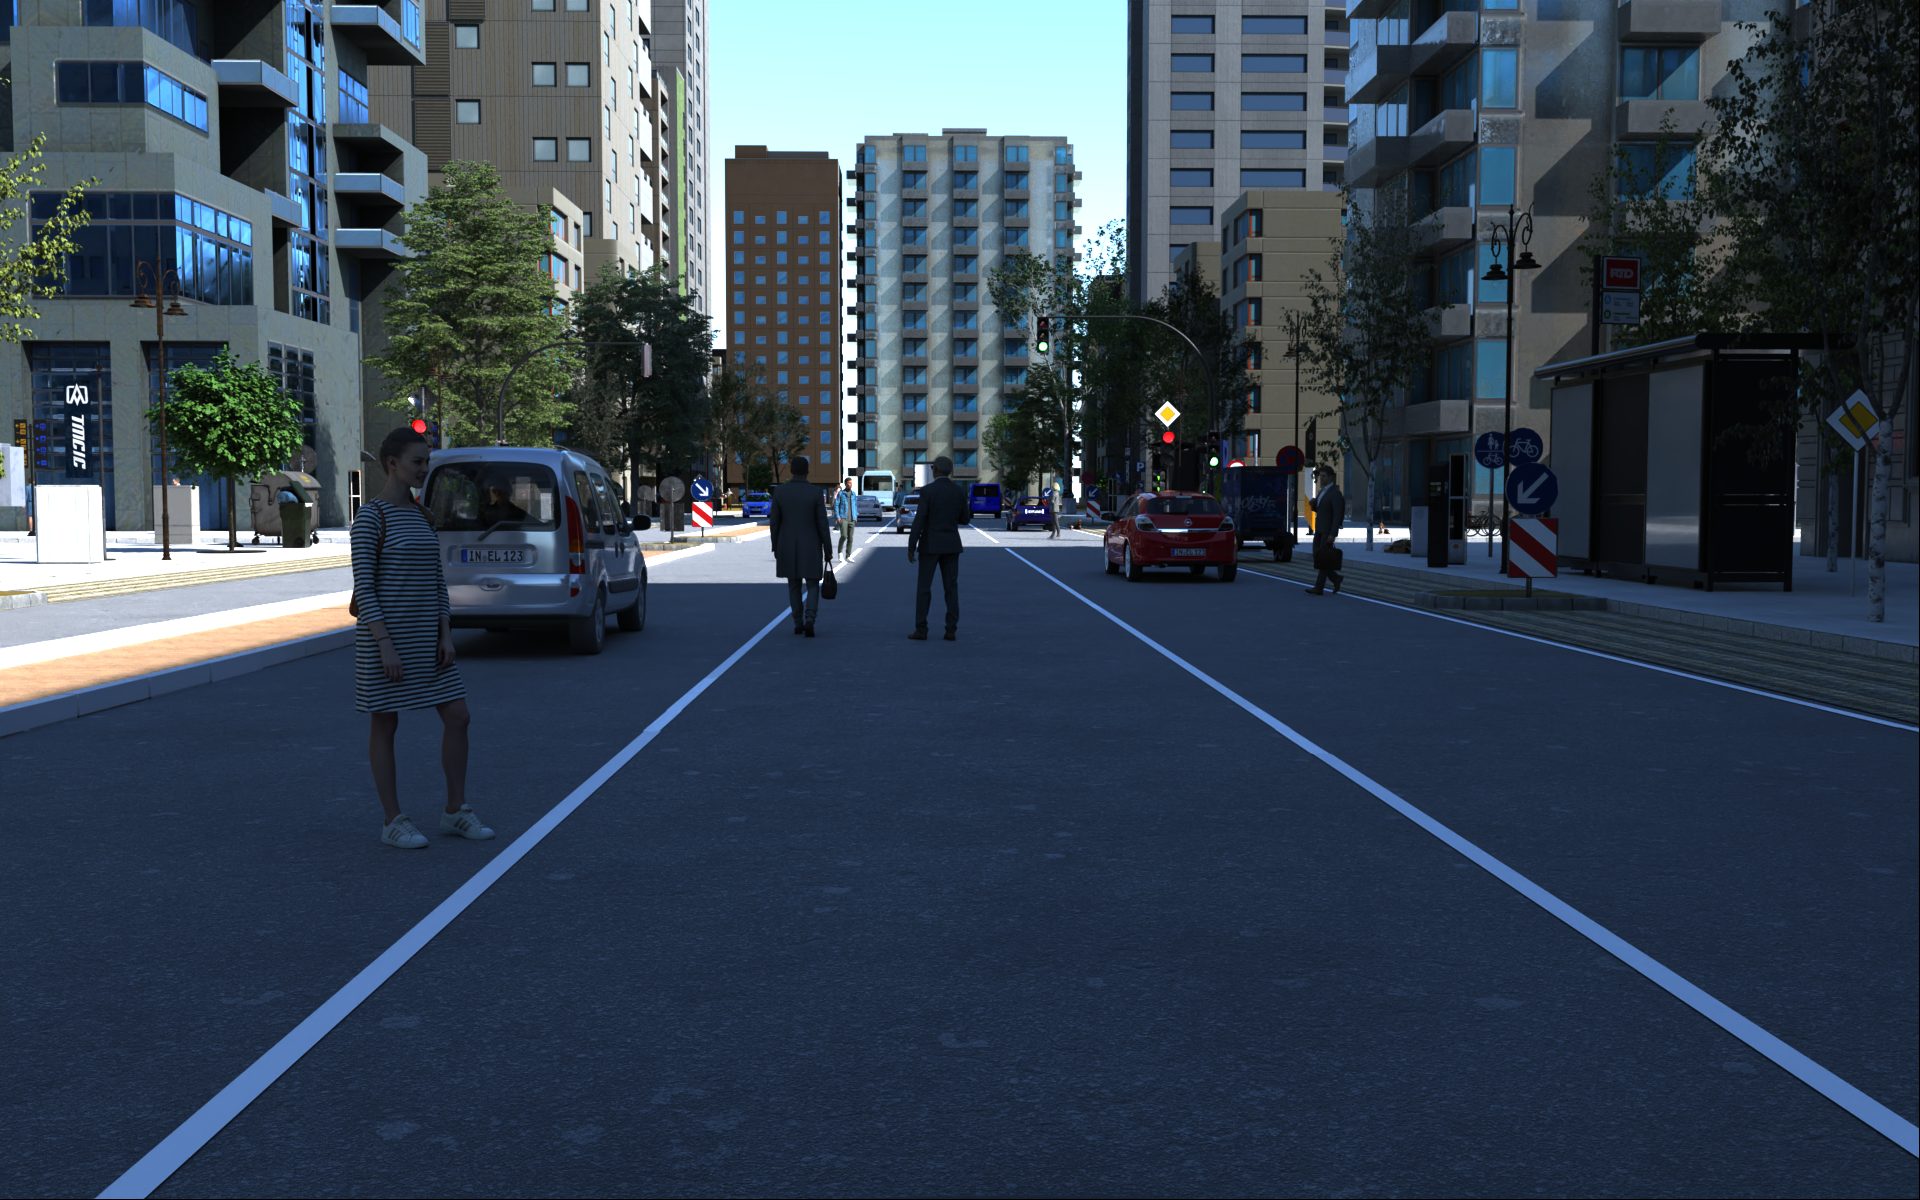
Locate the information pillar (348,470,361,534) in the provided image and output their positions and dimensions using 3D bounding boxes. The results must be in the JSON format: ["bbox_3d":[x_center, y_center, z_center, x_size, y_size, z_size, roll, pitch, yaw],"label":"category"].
[{"bbox_3d":[-18.784,-3.013,53.758,0.304,2.012,0.304,-2,4,-35],"label":"information pillar"}]

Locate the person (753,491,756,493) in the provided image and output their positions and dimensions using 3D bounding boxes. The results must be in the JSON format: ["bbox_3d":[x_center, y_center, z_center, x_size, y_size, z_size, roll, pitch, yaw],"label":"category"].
[{"bbox_3d":[-19.963,-9.966,169.008,0.705,1.821,1.348,0,4,6],"label":"person"}]

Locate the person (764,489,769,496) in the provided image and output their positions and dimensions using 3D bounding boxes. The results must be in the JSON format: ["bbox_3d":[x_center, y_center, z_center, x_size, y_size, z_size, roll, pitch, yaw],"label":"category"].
[{"bbox_3d":[-13.559,-6.880,121.235,0.529,1.795,0.600,1,4,17],"label":"person"}]

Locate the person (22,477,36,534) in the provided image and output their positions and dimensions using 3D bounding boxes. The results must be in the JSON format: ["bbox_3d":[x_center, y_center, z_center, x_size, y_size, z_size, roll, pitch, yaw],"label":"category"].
[{"bbox_3d":[-29.517,-3.001,55.126,0.581,1.822,0.654,-3,5,-41],"label":"person"}]

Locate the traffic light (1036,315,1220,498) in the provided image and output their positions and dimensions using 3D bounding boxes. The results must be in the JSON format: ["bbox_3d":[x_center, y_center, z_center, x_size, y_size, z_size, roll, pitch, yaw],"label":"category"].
[{"bbox_3d":[4.307,-4.247,44.111,4.771,5.953,1.251,0,4,-1],"label":"traffic light"}]

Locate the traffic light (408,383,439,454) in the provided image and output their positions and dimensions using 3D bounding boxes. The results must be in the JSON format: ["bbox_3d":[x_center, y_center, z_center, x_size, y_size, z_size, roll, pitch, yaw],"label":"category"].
[{"bbox_3d":[-13.559,-3.360,43.859,0.839,4.253,0.868,0,4,-1],"label":"traffic light"}]

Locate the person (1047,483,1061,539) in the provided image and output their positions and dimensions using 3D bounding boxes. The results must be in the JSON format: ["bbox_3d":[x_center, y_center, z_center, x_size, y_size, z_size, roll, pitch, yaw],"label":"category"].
[{"bbox_3d":[2.967,-2.856,55.380,0.526,1.800,0.537,1,4,22],"label":"person"}]

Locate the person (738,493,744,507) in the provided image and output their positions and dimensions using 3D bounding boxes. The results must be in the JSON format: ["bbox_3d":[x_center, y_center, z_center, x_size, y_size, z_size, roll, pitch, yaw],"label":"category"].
[{"bbox_3d":[-22.314,-10.278,177.280,0.628,1.438,0.799,3,5,39],"label":"person"}]

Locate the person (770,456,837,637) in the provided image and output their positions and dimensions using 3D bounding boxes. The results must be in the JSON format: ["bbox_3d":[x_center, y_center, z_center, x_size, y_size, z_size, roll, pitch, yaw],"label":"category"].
[{"bbox_3d":[-1.575,-0.548,17.559,0.694,1.812,0.767,1,4,8],"label":"person"}]

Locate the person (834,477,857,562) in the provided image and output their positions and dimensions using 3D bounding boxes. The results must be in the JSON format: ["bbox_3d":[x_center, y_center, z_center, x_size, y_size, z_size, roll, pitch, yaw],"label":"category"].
[{"bbox_3d":[-2.385,-1.680,36.318,0.601,1.785,0.444,-2,4,-31],"label":"person"}]

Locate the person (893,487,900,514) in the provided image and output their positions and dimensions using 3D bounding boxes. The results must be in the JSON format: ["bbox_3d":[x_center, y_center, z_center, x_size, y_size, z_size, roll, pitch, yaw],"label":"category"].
[{"bbox_3d":[-2.918,-4.546,83.172,0.601,1.785,0.444,1,4,15],"label":"person"}]

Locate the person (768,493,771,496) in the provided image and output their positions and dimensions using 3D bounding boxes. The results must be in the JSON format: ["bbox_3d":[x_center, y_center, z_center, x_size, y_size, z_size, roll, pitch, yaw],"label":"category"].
[{"bbox_3d":[-22.880,-12.098,203.922,1.350,1.814,0.705,0,4,-7],"label":"person"}]

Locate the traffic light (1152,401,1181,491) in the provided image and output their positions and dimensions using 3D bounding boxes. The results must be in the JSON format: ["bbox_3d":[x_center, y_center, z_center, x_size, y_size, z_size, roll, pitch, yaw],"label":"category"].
[{"bbox_3d":[6.228,-3.875,52.280,0.839,4.253,0.868,0,4,-1],"label":"traffic light"}]

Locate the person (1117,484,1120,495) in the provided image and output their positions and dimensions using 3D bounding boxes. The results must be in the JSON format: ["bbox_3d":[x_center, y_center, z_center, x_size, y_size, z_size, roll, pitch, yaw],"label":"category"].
[{"bbox_3d":[8.577,-5.462,95.260,0.836,1.842,0.656,0,4,4],"label":"person"}]

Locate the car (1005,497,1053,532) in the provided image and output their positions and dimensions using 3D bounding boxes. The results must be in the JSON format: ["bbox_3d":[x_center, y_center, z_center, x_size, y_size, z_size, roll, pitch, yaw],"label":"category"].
[{"bbox_3d":[2.747,-3.363,67.568,1.945,1.354,3.894,0,4,-3],"label":"car"}]

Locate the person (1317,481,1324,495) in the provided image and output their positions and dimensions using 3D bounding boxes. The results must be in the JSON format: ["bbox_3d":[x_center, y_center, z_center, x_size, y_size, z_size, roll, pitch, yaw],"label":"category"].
[{"bbox_3d":[12.741,-3.299,60.317,0.599,1.781,0.374,1,4,21],"label":"person"}]

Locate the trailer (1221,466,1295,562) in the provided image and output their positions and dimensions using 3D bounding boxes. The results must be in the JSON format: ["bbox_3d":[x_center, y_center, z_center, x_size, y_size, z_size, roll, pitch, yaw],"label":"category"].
[{"bbox_3d":[6.195,-1.844,37.197,1.471,1.999,3.904,0,4,0],"label":"trailer"}]

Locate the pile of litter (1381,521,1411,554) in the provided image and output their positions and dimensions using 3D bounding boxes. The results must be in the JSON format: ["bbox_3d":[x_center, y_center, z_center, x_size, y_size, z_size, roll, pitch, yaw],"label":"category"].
[{"bbox_3d":[9.752,-1.456,37.776,1.176,0.858,1.719,2,4,32],"label":"pile of litter"}]

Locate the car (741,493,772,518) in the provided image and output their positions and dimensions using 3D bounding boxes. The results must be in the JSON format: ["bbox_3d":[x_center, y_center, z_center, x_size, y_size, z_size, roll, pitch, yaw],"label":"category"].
[{"bbox_3d":[-12.219,-5.817,104.702,1.945,1.707,3.694,0,4,-3],"label":"car"}]

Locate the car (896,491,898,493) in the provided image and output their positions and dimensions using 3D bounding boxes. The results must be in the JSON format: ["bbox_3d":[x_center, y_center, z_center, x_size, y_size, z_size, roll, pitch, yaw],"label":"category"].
[{"bbox_3d":[-7.471,-11.367,194.516,2.281,1.827,5.304,0,4,0],"label":"car"}]

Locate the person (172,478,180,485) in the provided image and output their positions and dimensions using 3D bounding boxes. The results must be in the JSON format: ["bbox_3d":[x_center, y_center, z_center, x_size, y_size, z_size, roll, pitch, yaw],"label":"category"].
[{"bbox_3d":[-25.144,-3.028,55.678,0.853,1.813,0.709,-2,4,-28],"label":"person"}]

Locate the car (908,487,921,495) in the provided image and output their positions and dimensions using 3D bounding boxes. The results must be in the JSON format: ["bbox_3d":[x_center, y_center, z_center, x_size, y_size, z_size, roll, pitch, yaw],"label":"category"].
[{"bbox_3d":[-1.613,-4.743,86.229,2.281,1.827,5.304,0,4,-1],"label":"car"}]

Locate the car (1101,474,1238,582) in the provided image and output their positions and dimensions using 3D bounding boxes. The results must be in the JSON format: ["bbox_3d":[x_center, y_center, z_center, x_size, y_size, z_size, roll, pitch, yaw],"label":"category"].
[{"bbox_3d":[3.555,-1.269,29.794,2.155,1.783,4.494,0,4,-2],"label":"car"}]

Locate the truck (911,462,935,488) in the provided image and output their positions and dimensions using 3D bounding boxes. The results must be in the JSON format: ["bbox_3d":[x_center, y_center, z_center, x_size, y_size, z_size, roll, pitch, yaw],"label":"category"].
[{"bbox_3d":[-2.937,-10.150,154.860,2.839,4.237,11.283,0,4,-2],"label":"truck"}]

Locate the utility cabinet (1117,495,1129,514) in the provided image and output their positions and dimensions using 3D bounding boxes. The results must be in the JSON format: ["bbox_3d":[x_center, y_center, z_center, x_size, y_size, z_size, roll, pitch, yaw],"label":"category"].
[{"bbox_3d":[7.999,-4.536,85.329,0.306,1.237,1.020,-2,4,-33],"label":"utility cabinet"}]

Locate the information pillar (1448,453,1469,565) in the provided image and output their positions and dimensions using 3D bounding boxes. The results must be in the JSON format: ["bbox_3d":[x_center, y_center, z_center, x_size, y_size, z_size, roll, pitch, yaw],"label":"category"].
[{"bbox_3d":[9.032,-1.647,31.418,0.304,2.012,0.304,2,4,25],"label":"information pillar"}]

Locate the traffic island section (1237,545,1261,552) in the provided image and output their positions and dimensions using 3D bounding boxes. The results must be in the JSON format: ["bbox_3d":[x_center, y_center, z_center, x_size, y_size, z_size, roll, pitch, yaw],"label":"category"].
[{"bbox_3d":[6.437,-1.354,44.412,2.009,0.180,2.903,0,4,-1],"label":"traffic island section"}]

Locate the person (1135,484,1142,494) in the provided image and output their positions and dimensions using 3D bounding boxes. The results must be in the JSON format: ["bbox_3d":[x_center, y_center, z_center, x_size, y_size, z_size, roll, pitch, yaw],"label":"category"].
[{"bbox_3d":[9.286,-5.186,90.848,0.555,1.821,0.388,3,5,44],"label":"person"}]

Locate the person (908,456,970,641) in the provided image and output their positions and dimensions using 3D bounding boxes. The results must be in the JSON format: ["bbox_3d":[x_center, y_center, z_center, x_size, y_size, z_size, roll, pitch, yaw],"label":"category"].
[{"bbox_3d":[-0.240,-0.515,17.098,0.661,1.801,0.590,-2,4,-29],"label":"person"}]

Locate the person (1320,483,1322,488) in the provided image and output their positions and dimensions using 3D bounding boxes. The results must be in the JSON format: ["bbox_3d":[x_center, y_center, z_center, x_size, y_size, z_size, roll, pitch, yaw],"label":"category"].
[{"bbox_3d":[15.422,-4.119,73.738,0.694,1.780,0.624,-1,4,-12],"label":"person"}]

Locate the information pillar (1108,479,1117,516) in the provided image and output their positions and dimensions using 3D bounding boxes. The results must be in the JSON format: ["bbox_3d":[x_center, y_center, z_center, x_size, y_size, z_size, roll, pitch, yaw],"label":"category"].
[{"bbox_3d":[7.226,-4.735,81.910,0.304,2.012,0.304,-3,4,-39],"label":"information pillar"}]

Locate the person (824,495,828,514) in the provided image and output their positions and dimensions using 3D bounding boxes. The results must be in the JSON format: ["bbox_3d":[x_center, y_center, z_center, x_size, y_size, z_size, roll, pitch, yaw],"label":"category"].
[{"bbox_3d":[-9.419,-6.710,119.054,0.643,1.720,0.563,3,4,36],"label":"person"}]

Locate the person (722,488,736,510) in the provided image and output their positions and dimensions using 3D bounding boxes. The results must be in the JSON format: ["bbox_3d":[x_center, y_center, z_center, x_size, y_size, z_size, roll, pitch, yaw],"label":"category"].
[{"bbox_3d":[-18.497,-8.058,138.517,1.217,1.736,0.721,0,4,5],"label":"person"}]

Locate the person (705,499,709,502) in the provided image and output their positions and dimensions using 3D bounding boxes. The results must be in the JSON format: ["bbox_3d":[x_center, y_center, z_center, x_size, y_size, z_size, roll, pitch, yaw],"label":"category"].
[{"bbox_3d":[-21.620,-8.678,147.884,1.348,1.831,0.705,1,4,20],"label":"person"}]

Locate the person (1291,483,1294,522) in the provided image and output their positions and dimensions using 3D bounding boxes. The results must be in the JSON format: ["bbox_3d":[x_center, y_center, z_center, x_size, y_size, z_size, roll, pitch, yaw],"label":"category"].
[{"bbox_3d":[15.224,-4.506,79.917,0.583,1.804,0.606,-2,4,-28],"label":"person"}]

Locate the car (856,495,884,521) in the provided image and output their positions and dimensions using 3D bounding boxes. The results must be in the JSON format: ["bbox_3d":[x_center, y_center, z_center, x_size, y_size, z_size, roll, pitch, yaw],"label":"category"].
[{"bbox_3d":[-5.067,-4.865,91.911,2.083,1.381,4.827,0,4,-2],"label":"car"}]

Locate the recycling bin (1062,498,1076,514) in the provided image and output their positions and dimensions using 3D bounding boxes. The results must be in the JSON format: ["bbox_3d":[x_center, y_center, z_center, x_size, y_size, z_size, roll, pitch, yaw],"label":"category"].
[{"bbox_3d":[6.929,-5.950,109.829,0.722,1.027,0.722,-1,4,-20],"label":"recycling bin"}]

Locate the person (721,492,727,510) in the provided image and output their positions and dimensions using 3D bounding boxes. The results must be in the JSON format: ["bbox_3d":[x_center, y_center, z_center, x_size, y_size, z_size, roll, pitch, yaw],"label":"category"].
[{"bbox_3d":[-19.474,-8.163,142.688,0.628,1.438,0.799,0,4,6],"label":"person"}]

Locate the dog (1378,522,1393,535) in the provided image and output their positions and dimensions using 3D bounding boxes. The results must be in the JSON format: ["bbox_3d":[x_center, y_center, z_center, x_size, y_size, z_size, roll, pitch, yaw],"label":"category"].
[{"bbox_3d":[13.547,-2.283,55.068,0.748,0.427,0.550,0,4,-6],"label":"dog"}]

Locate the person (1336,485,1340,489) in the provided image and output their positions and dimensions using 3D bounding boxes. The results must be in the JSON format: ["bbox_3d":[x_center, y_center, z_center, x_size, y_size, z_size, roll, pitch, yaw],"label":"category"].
[{"bbox_3d":[19.531,-5.069,89.471,0.362,1.759,0.519,0,4,-7],"label":"person"}]

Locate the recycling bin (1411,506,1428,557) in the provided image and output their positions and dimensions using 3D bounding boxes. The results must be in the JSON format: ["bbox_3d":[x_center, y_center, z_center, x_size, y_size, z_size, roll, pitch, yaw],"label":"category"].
[{"bbox_3d":[9.646,-1.393,35.335,0.722,1.027,0.722,2,4,29],"label":"recycling bin"}]

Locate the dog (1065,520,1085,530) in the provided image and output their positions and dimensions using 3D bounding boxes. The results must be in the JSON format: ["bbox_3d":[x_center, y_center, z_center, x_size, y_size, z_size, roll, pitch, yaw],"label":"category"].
[{"bbox_3d":[4.623,-3.023,69.615,0.748,0.427,0.550,2,4,35],"label":"dog"}]

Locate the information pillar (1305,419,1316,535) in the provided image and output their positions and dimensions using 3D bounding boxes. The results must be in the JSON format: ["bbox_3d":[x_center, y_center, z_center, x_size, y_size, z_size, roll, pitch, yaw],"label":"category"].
[{"bbox_3d":[10.889,-3.820,53.813,0.183,3.616,0.504,-1,4,-21],"label":"information pillar"}]

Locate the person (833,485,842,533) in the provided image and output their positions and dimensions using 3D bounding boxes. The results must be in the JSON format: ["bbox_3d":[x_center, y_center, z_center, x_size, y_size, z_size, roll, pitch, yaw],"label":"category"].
[{"bbox_3d":[-4.433,-3.386,64.447,0.643,1.750,0.593,0,4,-2],"label":"person"}]

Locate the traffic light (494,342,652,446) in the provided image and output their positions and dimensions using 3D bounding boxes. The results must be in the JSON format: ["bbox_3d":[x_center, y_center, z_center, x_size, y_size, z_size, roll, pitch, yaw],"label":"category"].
[{"bbox_3d":[-11.639,-4.725,51.921,4.771,5.953,1.251,0,4,-1],"label":"traffic light"}]

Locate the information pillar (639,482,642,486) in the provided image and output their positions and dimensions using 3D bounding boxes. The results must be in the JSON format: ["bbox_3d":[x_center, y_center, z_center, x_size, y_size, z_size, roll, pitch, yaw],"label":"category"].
[{"bbox_3d":[-19.495,-6.169,105.360,0.304,2.012,0.304,-2,4,-27],"label":"information pillar"}]

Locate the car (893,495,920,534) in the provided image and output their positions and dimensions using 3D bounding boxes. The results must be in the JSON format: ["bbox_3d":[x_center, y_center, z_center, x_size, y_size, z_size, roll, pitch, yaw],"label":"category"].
[{"bbox_3d":[-1.446,-3.154,63.575,2.014,1.417,4.499,0,4,-1],"label":"car"}]

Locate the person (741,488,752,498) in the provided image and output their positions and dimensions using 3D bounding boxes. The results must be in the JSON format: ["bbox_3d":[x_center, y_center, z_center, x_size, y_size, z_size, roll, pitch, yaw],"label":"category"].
[{"bbox_3d":[-18.905,-9.089,154.663,1.348,1.821,0.705,-1,4,-20],"label":"person"}]

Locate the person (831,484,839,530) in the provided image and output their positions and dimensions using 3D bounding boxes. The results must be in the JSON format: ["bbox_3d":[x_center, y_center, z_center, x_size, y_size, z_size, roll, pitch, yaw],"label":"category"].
[{"bbox_3d":[-4.799,-3.677,68.721,0.694,1.812,0.767,-2,4,-24],"label":"person"}]

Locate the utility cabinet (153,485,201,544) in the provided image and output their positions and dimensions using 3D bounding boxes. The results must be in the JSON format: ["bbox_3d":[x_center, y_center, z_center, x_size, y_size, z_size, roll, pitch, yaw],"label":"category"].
[{"bbox_3d":[-19.977,-2.172,44.195,1.173,1.500,0.318,1,4,18],"label":"utility cabinet"}]

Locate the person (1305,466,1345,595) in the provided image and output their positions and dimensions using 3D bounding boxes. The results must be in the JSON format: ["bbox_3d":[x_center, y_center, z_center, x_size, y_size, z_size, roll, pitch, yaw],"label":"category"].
[{"bbox_3d":[5.235,-0.988,24.623,0.822,1.834,0.622,-2,4,-29],"label":"person"}]

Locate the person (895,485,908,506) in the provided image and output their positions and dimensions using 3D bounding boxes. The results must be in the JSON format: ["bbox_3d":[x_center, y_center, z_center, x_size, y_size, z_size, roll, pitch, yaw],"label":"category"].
[{"bbox_3d":[-2.524,-4.109,75.550,0.638,1.841,0.748,0,4,-3],"label":"person"}]

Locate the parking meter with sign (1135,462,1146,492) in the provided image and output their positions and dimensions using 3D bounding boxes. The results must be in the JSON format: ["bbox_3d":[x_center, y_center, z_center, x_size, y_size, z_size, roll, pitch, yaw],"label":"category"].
[{"bbox_3d":[9.684,-5.920,93.059,0.543,3.016,1.738,0,4,6],"label":"parking meter with sign"}]

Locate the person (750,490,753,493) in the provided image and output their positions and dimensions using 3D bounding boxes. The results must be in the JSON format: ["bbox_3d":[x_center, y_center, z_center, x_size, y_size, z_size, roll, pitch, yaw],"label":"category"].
[{"bbox_3d":[-23.458,-11.538,194.565,0.709,1.838,0.599,1,4,10],"label":"person"}]

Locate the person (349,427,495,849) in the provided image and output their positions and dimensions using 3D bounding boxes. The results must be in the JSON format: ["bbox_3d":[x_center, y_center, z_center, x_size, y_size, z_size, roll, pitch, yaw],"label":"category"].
[{"bbox_3d":[-2.261,0.149,7.064,0.522,1.701,0.512,2,4,24],"label":"person"}]
